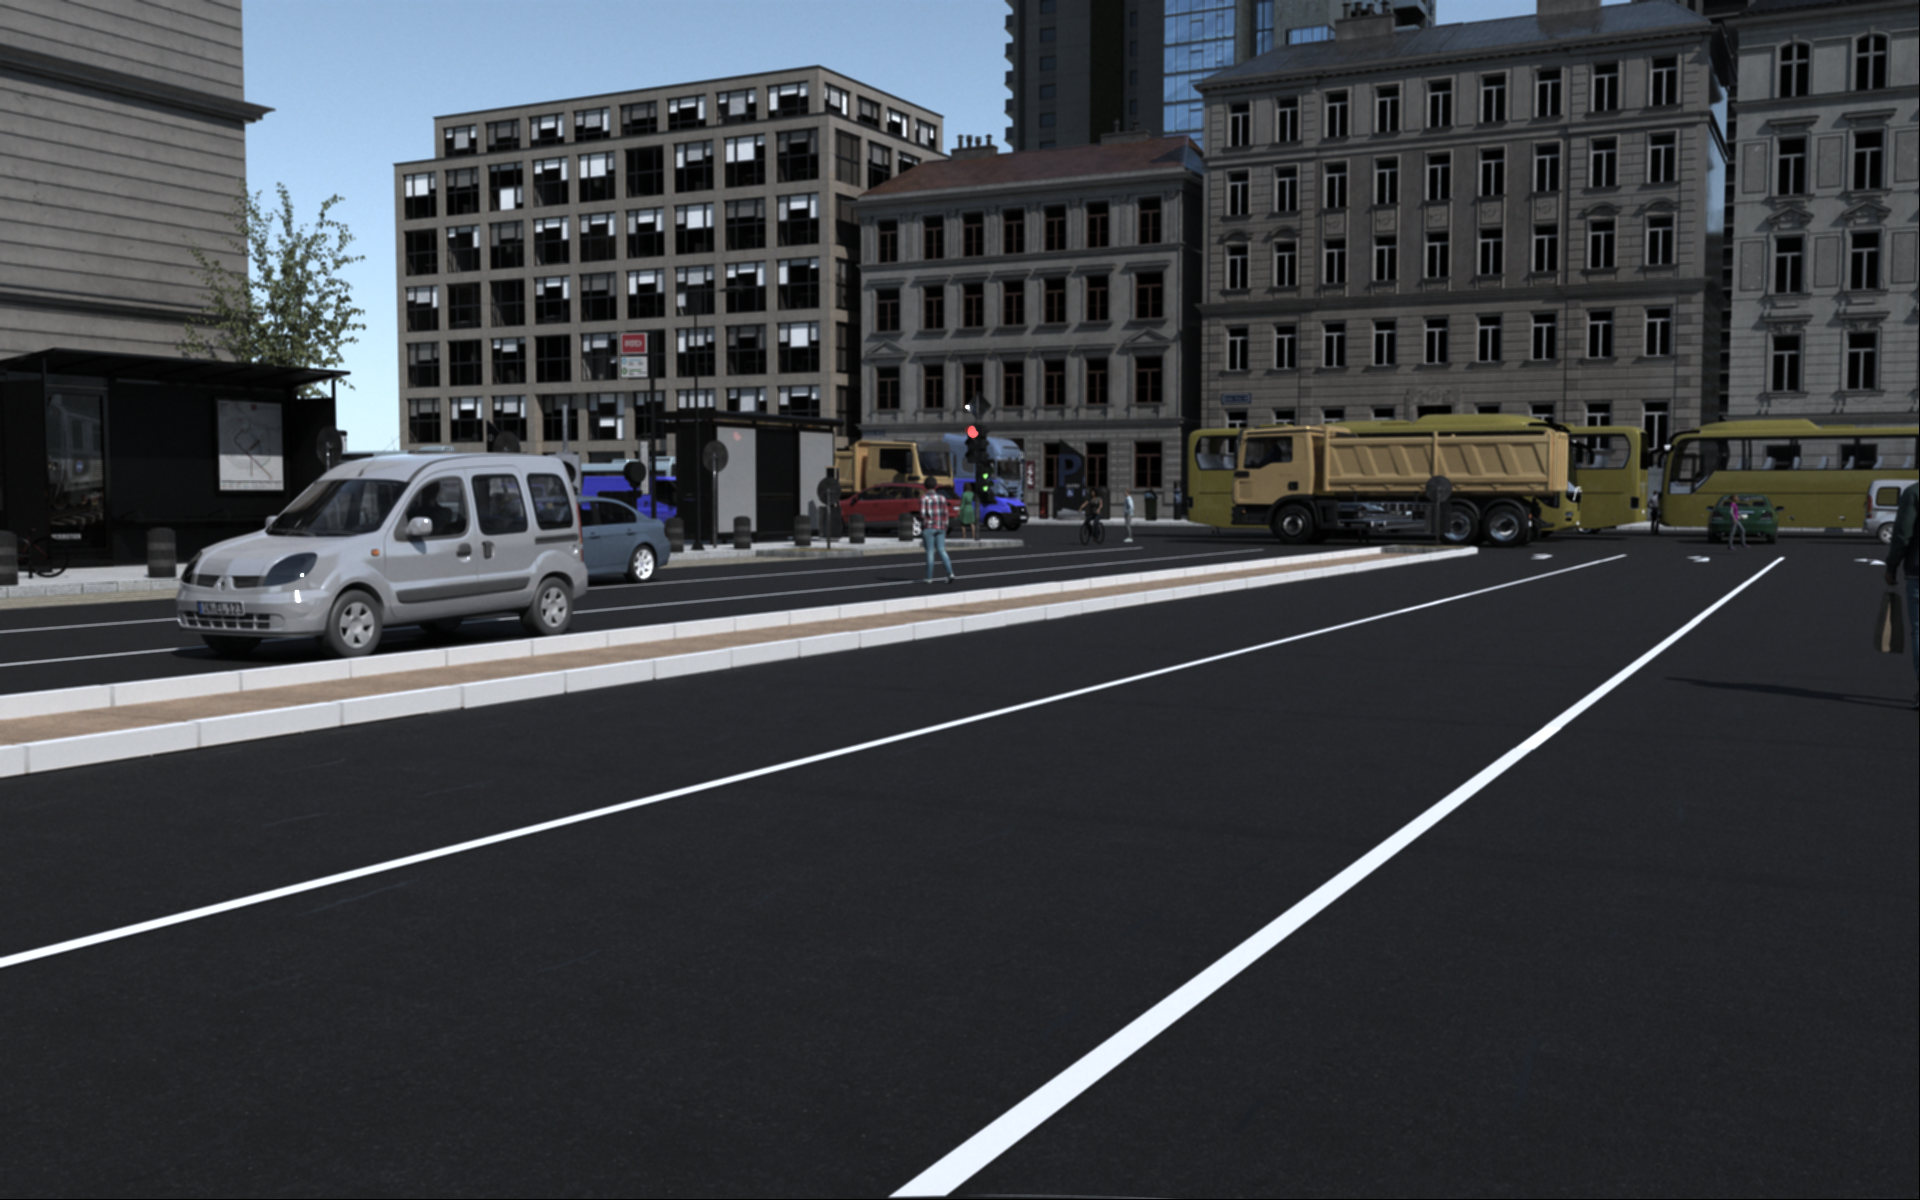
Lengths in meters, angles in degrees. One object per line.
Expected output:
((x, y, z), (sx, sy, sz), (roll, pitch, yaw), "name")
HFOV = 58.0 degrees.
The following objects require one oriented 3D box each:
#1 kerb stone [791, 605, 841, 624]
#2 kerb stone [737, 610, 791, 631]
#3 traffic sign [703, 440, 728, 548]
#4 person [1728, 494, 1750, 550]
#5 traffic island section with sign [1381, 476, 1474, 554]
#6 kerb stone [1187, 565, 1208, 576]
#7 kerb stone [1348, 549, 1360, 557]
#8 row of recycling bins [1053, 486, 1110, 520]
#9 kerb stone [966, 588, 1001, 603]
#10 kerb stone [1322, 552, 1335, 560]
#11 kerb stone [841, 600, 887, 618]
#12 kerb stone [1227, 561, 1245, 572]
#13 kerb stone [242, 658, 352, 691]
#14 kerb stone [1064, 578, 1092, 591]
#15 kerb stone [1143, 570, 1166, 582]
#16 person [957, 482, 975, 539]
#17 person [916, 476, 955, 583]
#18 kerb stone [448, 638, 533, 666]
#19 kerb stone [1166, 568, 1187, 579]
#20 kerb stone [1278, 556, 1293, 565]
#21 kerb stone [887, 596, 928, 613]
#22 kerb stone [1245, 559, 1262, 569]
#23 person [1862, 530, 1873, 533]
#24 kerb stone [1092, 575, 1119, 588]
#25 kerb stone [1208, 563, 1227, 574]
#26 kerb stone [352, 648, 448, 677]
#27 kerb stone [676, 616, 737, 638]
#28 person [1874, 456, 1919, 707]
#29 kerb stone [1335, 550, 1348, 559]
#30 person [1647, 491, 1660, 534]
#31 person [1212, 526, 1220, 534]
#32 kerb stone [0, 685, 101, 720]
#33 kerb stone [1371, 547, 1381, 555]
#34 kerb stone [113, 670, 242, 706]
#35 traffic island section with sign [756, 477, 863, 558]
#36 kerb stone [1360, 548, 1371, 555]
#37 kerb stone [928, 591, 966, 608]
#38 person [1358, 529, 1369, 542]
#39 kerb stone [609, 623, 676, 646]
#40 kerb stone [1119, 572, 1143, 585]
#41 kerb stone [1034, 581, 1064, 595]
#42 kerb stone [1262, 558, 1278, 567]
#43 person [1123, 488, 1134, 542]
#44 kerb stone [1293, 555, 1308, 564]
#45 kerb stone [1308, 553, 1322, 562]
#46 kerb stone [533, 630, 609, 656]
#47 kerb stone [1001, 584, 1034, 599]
((-1.669, 0.174, 19.355), (0.120, 0.150, 1.000), (2, 4, 28), "kerb stone")
((-2.151, 0.229, 18.447), (0.120, 0.150, 1.000), (2, 4, 28), "kerb stone")
((-5.813, -2.502, 41.012), (0.768, 2.556, 0.104), (2, 4, 31), "traffic sign")
((20.127, -2.013, 44.656), (0.776, 1.435, 0.726), (2, 4, 34), "person")
((11.490, -2.079, 42.128), (2.006, 1.907, 1.989), (2, 4, 28), "traffic island section with sign")
((4.064, -0.493, 30.292), (0.120, 0.150, 1.000), (2, 4, 28), "kerb stone")
((8.852, -1.054, 39.421), (0.120, 0.150, 1.000), (2, 4, 28), "kerb stone")
((6.136, -4.944, 87.948), (3.534, 1.692, 1.069), (3, 5, 42), "row of recycling bins")
((0.238, -0.049, 23.001), (0.120, 0.150, 1.000), (2, 4, 28), "kerb stone")
((7.890, -0.938, 37.588), (0.120, 0.150, 1.000), (2, 4, 28), "kerb stone")
((-1.189, 0.118, 20.263), (0.120, 0.150, 1.000), (2, 4, 28), "kerb stone")
((5.022, -0.606, 32.109), (0.120, 0.150, 1.000), (2, 4, 28), "kerb stone")
((-5.006, 0.566, 12.985), (0.120, 0.150, 1.000), (2, 4, 28), "kerb stone")
((1.675, -0.209, 25.729), (0.120, 0.150, 1.000), (2, 4, 28), "kerb stone")
((3.114, -0.384, 28.470), (0.120, 0.150, 1.000), (2, 4, 28), "kerb stone")
((0.224, -2.679, 52.544), (0.529, 1.795, 0.600), (3, 5, 40), "person")
((-0.416, -1.132, 27.853), (0.563, 1.720, 0.643), (-2, 4, -35), "person")
((-4.057, 0.456, 14.807), (0.120, 0.150, 1.000), (2, 4, 28), "kerb stone")
((3.581, -0.440, 29.385), (0.120, 0.150, 1.000), (2, 4, 28), "kerb stone")
((6.455, -0.774, 34.858), (0.120, 0.150, 1.000), (2, 4, 28), "kerb stone")
((-0.712, 0.062, 21.174), (0.120, 0.150, 1.000), (2, 4, 28), "kerb stone")
((5.498, -0.660, 33.019), (0.120, 0.150, 1.000), (2, 4, 28), "kerb stone")
((33.918, -3.406, 64.529), (0.599, 1.781, 0.374), (0, 4, -2), "person")
((2.159, -0.272, 26.648), (0.120, 0.150, 1.000), (2, 4, 28), "kerb stone")
((4.544, -0.551, 31.200), (0.120, 0.150, 1.000), (2, 4, 28), "kerb stone")
((-4.541, 0.511, 13.900), (0.120, 0.150, 1.000), (2, 4, 28), "kerb stone")
((-2.623, 0.285, 17.535), (0.120, 0.150, 1.000), (2, 4, 28), "kerb stone")
((6.505, -0.192, 11.631), (0.794, 1.824, 0.713), (2, 4, 24), "person")
((8.372, -0.998, 38.505), (0.120, 0.150, 1.000), (2, 4, 28), "kerb stone")
((25.159, -3.181, 62.729), (0.614, 1.554, 0.590), (2, 4, 32), "person")
((9.264, -3.268, 62.498), (0.480, 1.755, 0.524), (1, 4, 19), "person")
((-5.968, 0.674, 11.168), (0.120, 0.150, 1.000), (2, 4, 28), "kerb stone")
((9.808, -1.165, 41.248), (0.120, 0.150, 1.000), (2, 4, 28), "kerb stone")
((-5.483, 0.621, 12.075), (0.120, 0.150, 1.000), (2, 4, 28), "kerb stone")
((-3.304, -1.900, 39.695), (1.989, 1.847, 2.006), (2, 4, 28), "traffic island section with sign")
((9.329, -1.110, 40.340), (0.120, 0.150, 1.000), (2, 4, 28), "kerb stone")
((-0.237, 0.010, 22.091), (0.120, 0.150, 1.000), (2, 4, 28), "kerb stone")
((12.137, -2.489, 51.885), (0.600, 1.496, 0.574), (-3, 4, -37), "person")
((-3.102, 0.341, 16.626), (0.120, 0.150, 1.000), (2, 4, 28), "kerb stone")
((2.631, -0.328, 27.564), (0.120, 0.150, 1.000), (2, 4, 28), "kerb stone")
((1.190, -0.161, 24.821), (0.120, 0.150, 1.000), (2, 4, 28), "kerb stone")
((5.971, -0.719, 33.944), (0.120, 0.150, 1.000), (2, 4, 28), "kerb stone")
((5.073, -2.565, 52.249), (0.330, 1.601, 0.589), (1, 4, 9), "person")
((6.935, -0.830, 35.766), (0.120, 0.150, 1.000), (2, 4, 28), "kerb stone")
((7.407, -0.882, 36.678), (0.120, 0.150, 1.000), (2, 4, 28), "kerb stone")
((-3.574, 0.396, 15.714), (0.120, 0.150, 1.000), (2, 4, 28), "kerb stone")
((0.725, -0.103, 23.906), (0.120, 0.150, 1.000), (2, 4, 28), "kerb stone")
